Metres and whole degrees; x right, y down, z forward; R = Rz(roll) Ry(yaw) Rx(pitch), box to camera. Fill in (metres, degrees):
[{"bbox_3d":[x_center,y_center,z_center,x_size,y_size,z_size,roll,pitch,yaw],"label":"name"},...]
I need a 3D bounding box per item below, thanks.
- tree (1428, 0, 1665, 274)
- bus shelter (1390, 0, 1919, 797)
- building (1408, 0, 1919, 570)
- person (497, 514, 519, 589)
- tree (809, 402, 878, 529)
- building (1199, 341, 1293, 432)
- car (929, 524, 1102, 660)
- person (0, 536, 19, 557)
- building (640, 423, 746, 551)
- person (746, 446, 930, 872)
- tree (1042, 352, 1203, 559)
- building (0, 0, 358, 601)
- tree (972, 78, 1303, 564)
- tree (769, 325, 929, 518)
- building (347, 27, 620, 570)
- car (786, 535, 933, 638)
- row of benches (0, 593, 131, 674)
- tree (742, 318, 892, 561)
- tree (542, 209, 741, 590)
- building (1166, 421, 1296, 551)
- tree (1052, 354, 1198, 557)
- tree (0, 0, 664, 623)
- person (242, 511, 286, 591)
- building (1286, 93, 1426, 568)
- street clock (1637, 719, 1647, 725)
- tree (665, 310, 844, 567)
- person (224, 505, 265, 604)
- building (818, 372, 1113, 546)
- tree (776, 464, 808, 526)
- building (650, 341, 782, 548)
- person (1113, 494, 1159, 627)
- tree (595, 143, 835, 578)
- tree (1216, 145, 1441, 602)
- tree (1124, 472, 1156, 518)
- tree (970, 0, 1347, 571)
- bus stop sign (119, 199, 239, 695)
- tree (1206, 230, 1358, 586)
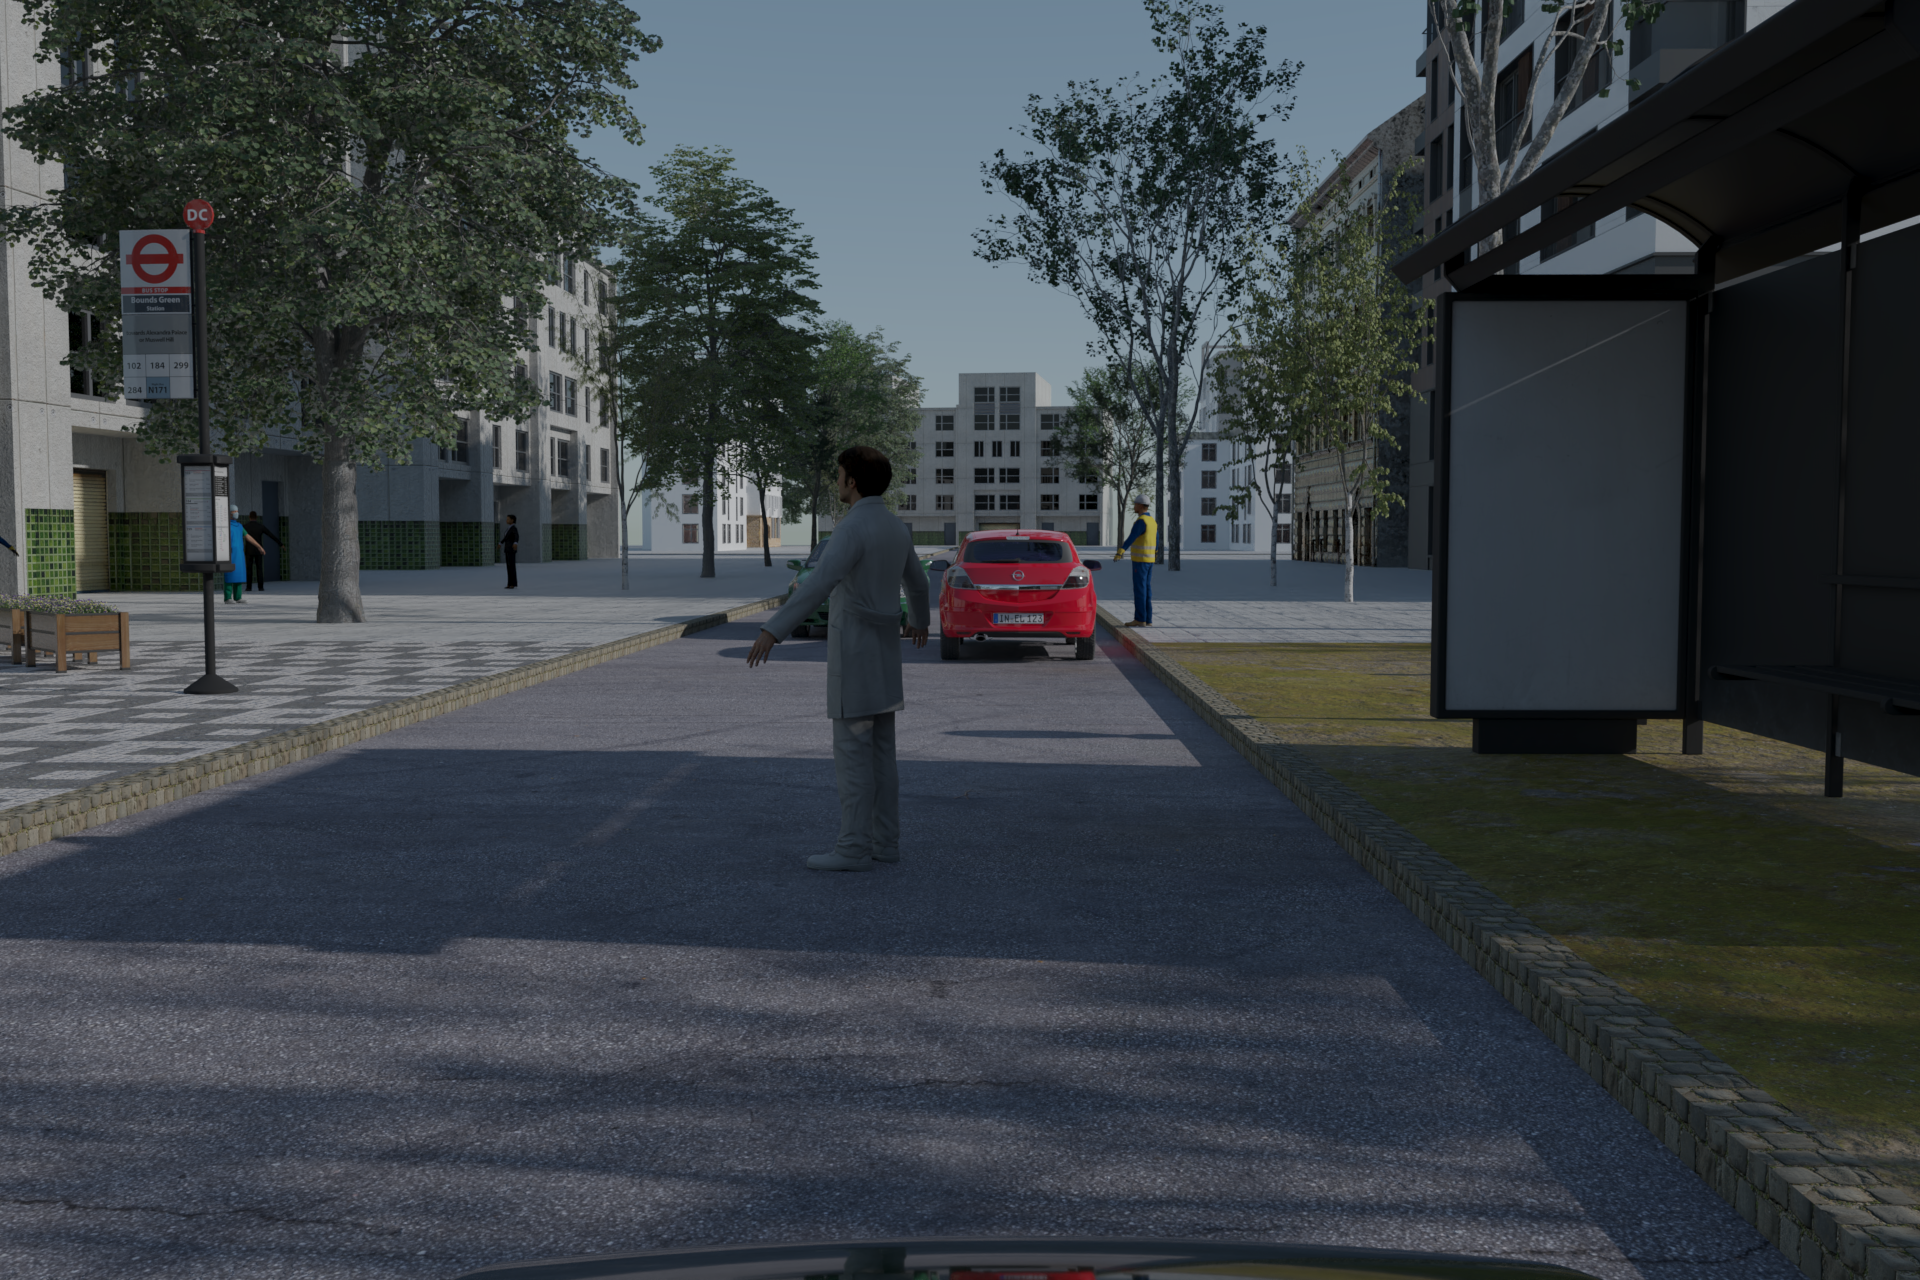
[{"bbox_3d":[8.100,-10.128,21.487,12.611,20.169,13.585,0,3,0],"label":"tree"},{"bbox_3d":[3.516,-0.833,7.551,2.014,3.302,5.546,0,4,1],"label":"bus shelter"},{"bbox_3d":[26.861,-12.434,47.269,27.936,21.610,32.646,0,4,1],"label":"building"},{"bbox_3d":[-10.572,-2.066,40.495,0.721,1.740,1.216,-2,4,-33],"label":"person"},{"bbox_3d":[-7.041,-8.837,94.844,4.360,8.622,3.978,0,3,0],"label":"tree"},{"bbox_3d":[28.731,-19.190,170.184,16.016,20.090,11.380,0,4,1],"label":"building"},{"bbox_3d":[0.685,-0.743,21.188,2.155,1.783,4.494,0,4,1],"label":"car"},{"bbox_3d":[-15.332,-1.268,27.192,0.721,1.772,1.216,1,4,21],"label":"person"},{"bbox_3d":[-22.281,-12.404,144.951,9.099,9.664,28.070,0,4,2],"label":"building"},{"bbox_3d":[-0.439,0.071,7.479,0.705,1.806,1.347,2,4,29],"label":"person"},{"bbox_3d":[8.253,-9.453,88.968,8.767,10.594,7.601,1,4,11],"label":"tree"},{"bbox_3d":[-25.477,-10.097,31.547,16.747,18.905,31.486,0,4,2],"label":"building"},{"bbox_3d":[7.180,-13.317,73.621,12.611,20.169,13.585,0,3,0],"label":"tree"},{"bbox_3d":[-6.644,-12.170,105.637,9.857,13.997,8.962,0,3,0],"label":"tree"},{"bbox_3d":[-26.971,-12.863,76.763,16.747,18.905,31.486,0,4,1],"label":"building"},{"bbox_3d":[-1.416,-0.837,25.487,2.131,1.459,4.920,0,4,1],"label":"car"},{"bbox_3d":[-9.342,-0.124,17.485,1.422,0.672,4.104,-3,5,-43],"label":"row of benches"},{"bbox_3d":[-6.854,-9.595,82.632,9.928,11.665,9.643,0,3,0],"label":"tree"},{"bbox_3d":[-7.908,-5.465,39.711,4.360,8.622,3.978,0,3,0],"label":"tree"},{"bbox_3d":[22.847,-12.261,142.611,9.099,9.664,28.070,0,4,1],"label":"building"},{"bbox_3d":[9.264,-10.562,98.440,9.928,11.665,9.643,0,3,0],"label":"tree"},{"bbox_3d":[-9.106,-7.226,24.799,9.857,13.997,8.962,0,3,0],"label":"tree"},{"bbox_3d":[-15.896,-2.004,38.992,1.346,1.802,0.704,-2,4,-24],"label":"person"},{"bbox_3d":[25.289,-14.903,74.587,19.493,23.208,18.063,0,4,1],"label":"building"},{"bbox_3d":[4.525,-0.434,11.665,0.358,2.002,0.471,0,4,2],"label":"street clock"},{"bbox_3d":[-7.869,-8.195,68.399,7.601,10.594,8.767,2,4,31],"label":"tree"},{"bbox_3d":[-13.361,-1.575,31.885,0.704,1.817,1.347,1,4,20],"label":"person"},{"bbox_3d":[1.117,-20.077,197.168,31.486,18.905,16.747,1,4,9],"label":"building"},{"bbox_3d":[-21.170,-17.821,198.021,9.857,13.997,8.962,0,3,0],"label":"tree"},{"bbox_3d":[-23.787,-18.931,165.935,16.016,20.090,11.380,0,4,2],"label":"building"},{"bbox_3d":[2.508,-1.110,24.117,0.705,1.833,1.349,2,4,29],"label":"person"},{"bbox_3d":[-7.242,-8.139,51.196,7.486,12.596,7.792,0,3,0],"label":"tree"},{"bbox_3d":[7.167,-5.015,32.352,4.737,8.622,4.395,0,3,0],"label":"tree"},{"bbox_3d":[20.428,-14.920,194.301,4.737,8.622,4.395,0,3,0],"label":"tree"},{"bbox_3d":[6.606,-12.412,58.818,12.611,20.169,13.585,0,3,0],"label":"tree"},{"bbox_3d":[-6.291,-1.543,13.931,0.855,3.939,0.416,0,4,3],"label":"bus stop sign"},{"bbox_3d":[7.806,-5.652,42.769,4.737,8.622,4.395,0,3,0],"label":"tree"}]
